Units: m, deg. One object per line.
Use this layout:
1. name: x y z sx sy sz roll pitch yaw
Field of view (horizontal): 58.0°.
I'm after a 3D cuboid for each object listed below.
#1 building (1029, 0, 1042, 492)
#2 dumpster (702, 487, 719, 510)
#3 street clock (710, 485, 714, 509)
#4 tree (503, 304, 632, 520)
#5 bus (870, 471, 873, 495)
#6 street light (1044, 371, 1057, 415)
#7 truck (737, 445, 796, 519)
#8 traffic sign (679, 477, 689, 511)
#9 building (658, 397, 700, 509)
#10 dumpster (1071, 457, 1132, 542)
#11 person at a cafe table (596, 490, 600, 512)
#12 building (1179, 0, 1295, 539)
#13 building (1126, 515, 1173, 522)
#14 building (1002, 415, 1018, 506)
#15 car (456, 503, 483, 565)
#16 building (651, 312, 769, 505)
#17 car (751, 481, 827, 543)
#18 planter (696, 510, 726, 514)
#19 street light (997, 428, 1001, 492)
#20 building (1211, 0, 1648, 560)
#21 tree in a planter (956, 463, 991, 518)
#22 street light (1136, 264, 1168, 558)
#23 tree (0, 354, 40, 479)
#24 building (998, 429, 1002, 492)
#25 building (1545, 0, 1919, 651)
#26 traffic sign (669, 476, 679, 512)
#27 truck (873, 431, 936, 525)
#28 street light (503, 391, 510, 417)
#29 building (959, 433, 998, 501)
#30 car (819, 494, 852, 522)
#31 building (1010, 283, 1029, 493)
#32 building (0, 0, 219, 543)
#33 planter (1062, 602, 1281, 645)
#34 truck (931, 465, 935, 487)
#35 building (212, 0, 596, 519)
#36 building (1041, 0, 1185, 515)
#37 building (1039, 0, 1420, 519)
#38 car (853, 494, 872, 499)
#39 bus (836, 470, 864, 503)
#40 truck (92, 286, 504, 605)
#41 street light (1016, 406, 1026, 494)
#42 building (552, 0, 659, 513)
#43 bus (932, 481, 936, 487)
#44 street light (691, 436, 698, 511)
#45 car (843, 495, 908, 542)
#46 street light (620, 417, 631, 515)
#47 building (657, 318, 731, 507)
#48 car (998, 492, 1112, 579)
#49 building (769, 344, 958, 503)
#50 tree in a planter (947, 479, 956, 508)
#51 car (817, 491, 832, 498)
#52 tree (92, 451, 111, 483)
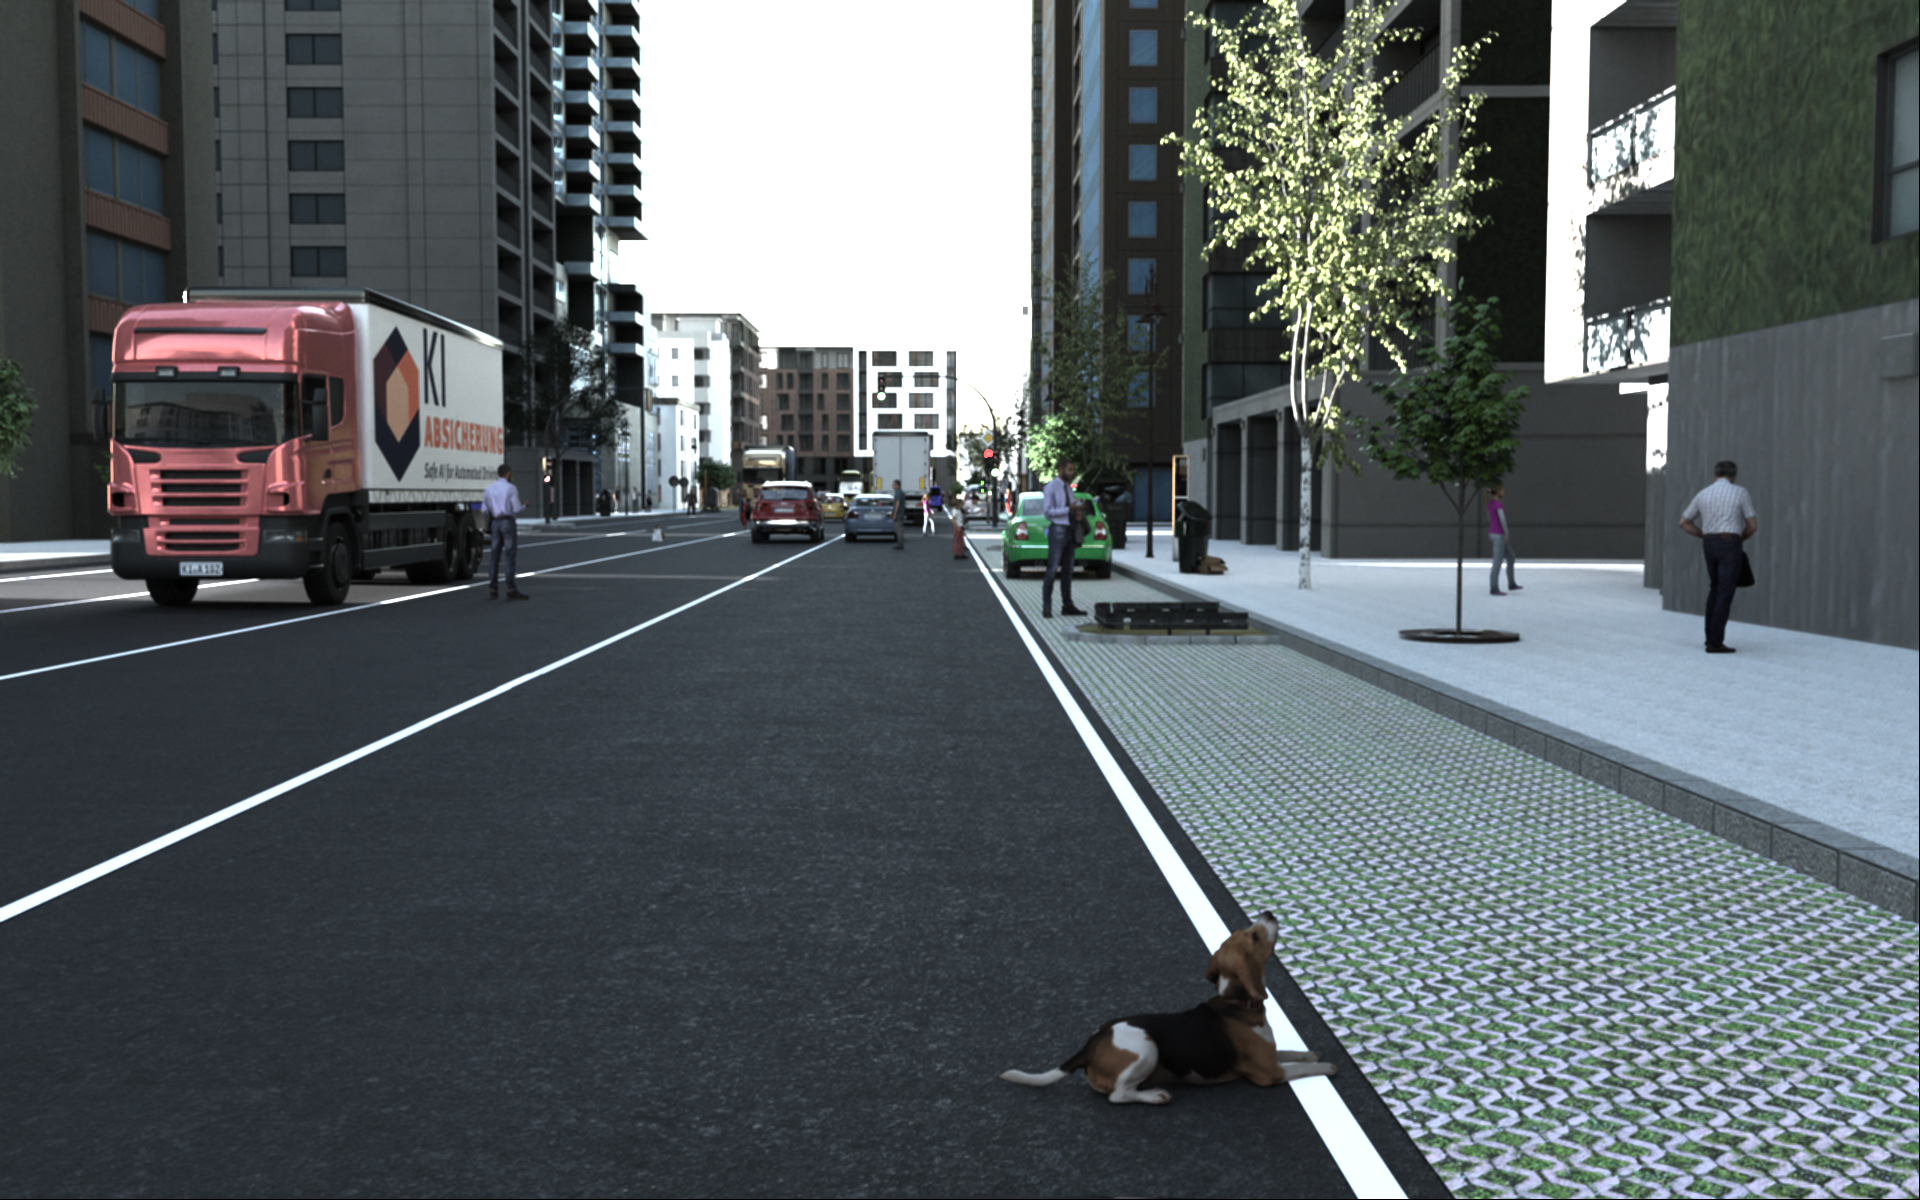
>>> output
1. building: 12.595 -28.032 141.923 14.154 41.232 14.086 0 4 -1
2. dumpster: -20.669 -8.428 143.556 1.264 1.857 1.865 0 4 -1
3. street clock: -20.864 -8.639 145.813 0.358 2.002 0.471 -2 4 -24
4. tree: -19.526 -9.184 84.576 7.601 10.594 8.767 0 4 -7
5. bus: -7.336 -10.778 167.766 2.896 3.916 12.252 0 4 -2
6. street light: 3.392 -5.651 65.180 0.468 5.910 1.993 0 4 -1
7. truck: -11.177 -6.883 101.446 2.839 4.237 11.283 0 4 -2
8. traffic sign: -20.777 -7.964 130.312 0.768 2.556 0.104 0 4 6
9. building: -29.156 -13.576 164.116 9.099 9.664 28.070 0 4 -1
10. dumpster: 3.737 -2.670 46.153 1.502 2.255 1.985 0 4 -1
11. person at a cafe table: -24.356 -6.489 114.611 1.622 1.524 1.698 0 4 -2
12. building: 13.947 -17.352 55.408 14.160 30.474 14.107 0 4 -1
13. building: 13.385 -26.502 83.415 14.200 45.320 14.600 0 4 -1
14. building: 9.780 -14.529 179.703 9.099 9.664 28.070 0 4 -1
15. car: -10.543 -1.467 33.773 2.009 1.686 4.222 0 4 -3
16. building: -41.081 -22.295 208.492 32.646 21.610 27.936 0 4 -1
17. car: -5.187 -2.682 52.526 2.281 1.827 5.304 0 4 -2
18. planter: -18.109 -6.427 126.217 1.991 0.319 1.994 0 4 -1
19. street light: 2.715 -8.953 119.169 0.468 5.910 1.993 0 4 -1
20. building: 17.483 -36.614 36.886 20.563 71.187 20.611 0 4 -1
21. tree in a planter: 0.899 -6.245 99.329 1.991 3.239 1.994 0 4 -1
22. street light: 3.845 -3.800 34.922 0.468 5.910 1.993 0 4 -1
23. tree: -20.039 -3.102 34.433 4.285 4.588 4.351 0 3 0
24. building: 9.996 -16.347 209.421 9.099 9.664 28.070 0 4 -1
25. building: 14.766 -20.557 19.700 14.154 41.232 14.086 0 4 -1
26. traffic sign: -20.061 -7.425 121.511 0.768 2.556 0.104 0 4 6
27. truck: -2.639 -5.716 82.363 2.839 4.237 11.283 0 3 0
28. street light: -19.748 -6.217 74.436 0.468 5.910 1.993 0 4 -1
29. building: 13.724 -18.280 241.017 28.070 9.664 9.099 0 4 -1
30. car: -6.560 -4.819 89.018 2.015 1.641 3.980 0 4 0
31. building: 12.666 -18.536 159.486 16.016 20.091 11.380 0 4 -1
32. building: -37.023 -24.235 50.864 28.867 44.769 22.147 0 4 -1
33. planter: 2.041 0.232 17.340 1.991 0.319 1.994 0 4 -1
34. truck: -3.971 -10.860 166.478 2.839 4.237 11.283 0 4 1
35. building: -32.302 -40.388 98.590 20.563 71.187 20.611 0 4 -1
36. building: 13.357 -29.210 127.691 14.600 45.320 14.200 0 4 -1
37. building: 15.957 -41.059 109.563 20.563 71.187 20.611 0 4 -1
38. car: -8.072 -8.309 147.653 2.131 1.459 4.920 0 4 -2
39. bus: -11.557 -11.783 184.203 2.896 3.916 12.252 0 4 -2
40. truck: -9.286 -2.251 25.722 2.839 4.237 11.283 0 4 -2
41. street light: 3.134 -7.119 89.183 0.468 5.910 1.993 0 4 -1
42. building: -35.045 -50.101 131.830 22.319 86.520 31.000 0 4 -1
43. bus: -4.148 -12.673 198.744 2.896 3.916 12.252 0 4 -1
44. street light: -20.584 -9.880 134.321 0.468 5.910 1.993 0 4 -1
45. car: -2.627 -2.534 53.437 2.014 1.417 4.499 0 4 -1
46. street light: -20.126 -8.048 104.379 0.468 5.910 1.993 0 4 -1
47. building: -32.378 -20.001 183.442 16.016 20.091 11.380 0 4 -1
48. car: 1.658 -1.332 30.577 1.959 1.807 4.718 0 3 0
49. building: -16.820 -24.806 249.558 32.646 21.610 27.936 0 4 -1
50. tree in a planter: -0.174 -11.030 177.559 1.991 3.239 1.994 0 4 -1
51. car: -15.426 -11.485 196.456 2.281 1.827 5.304 0 4 1
52. tree: -19.719 -2.885 41.771 1.663 3.219 1.824 0 3 0
